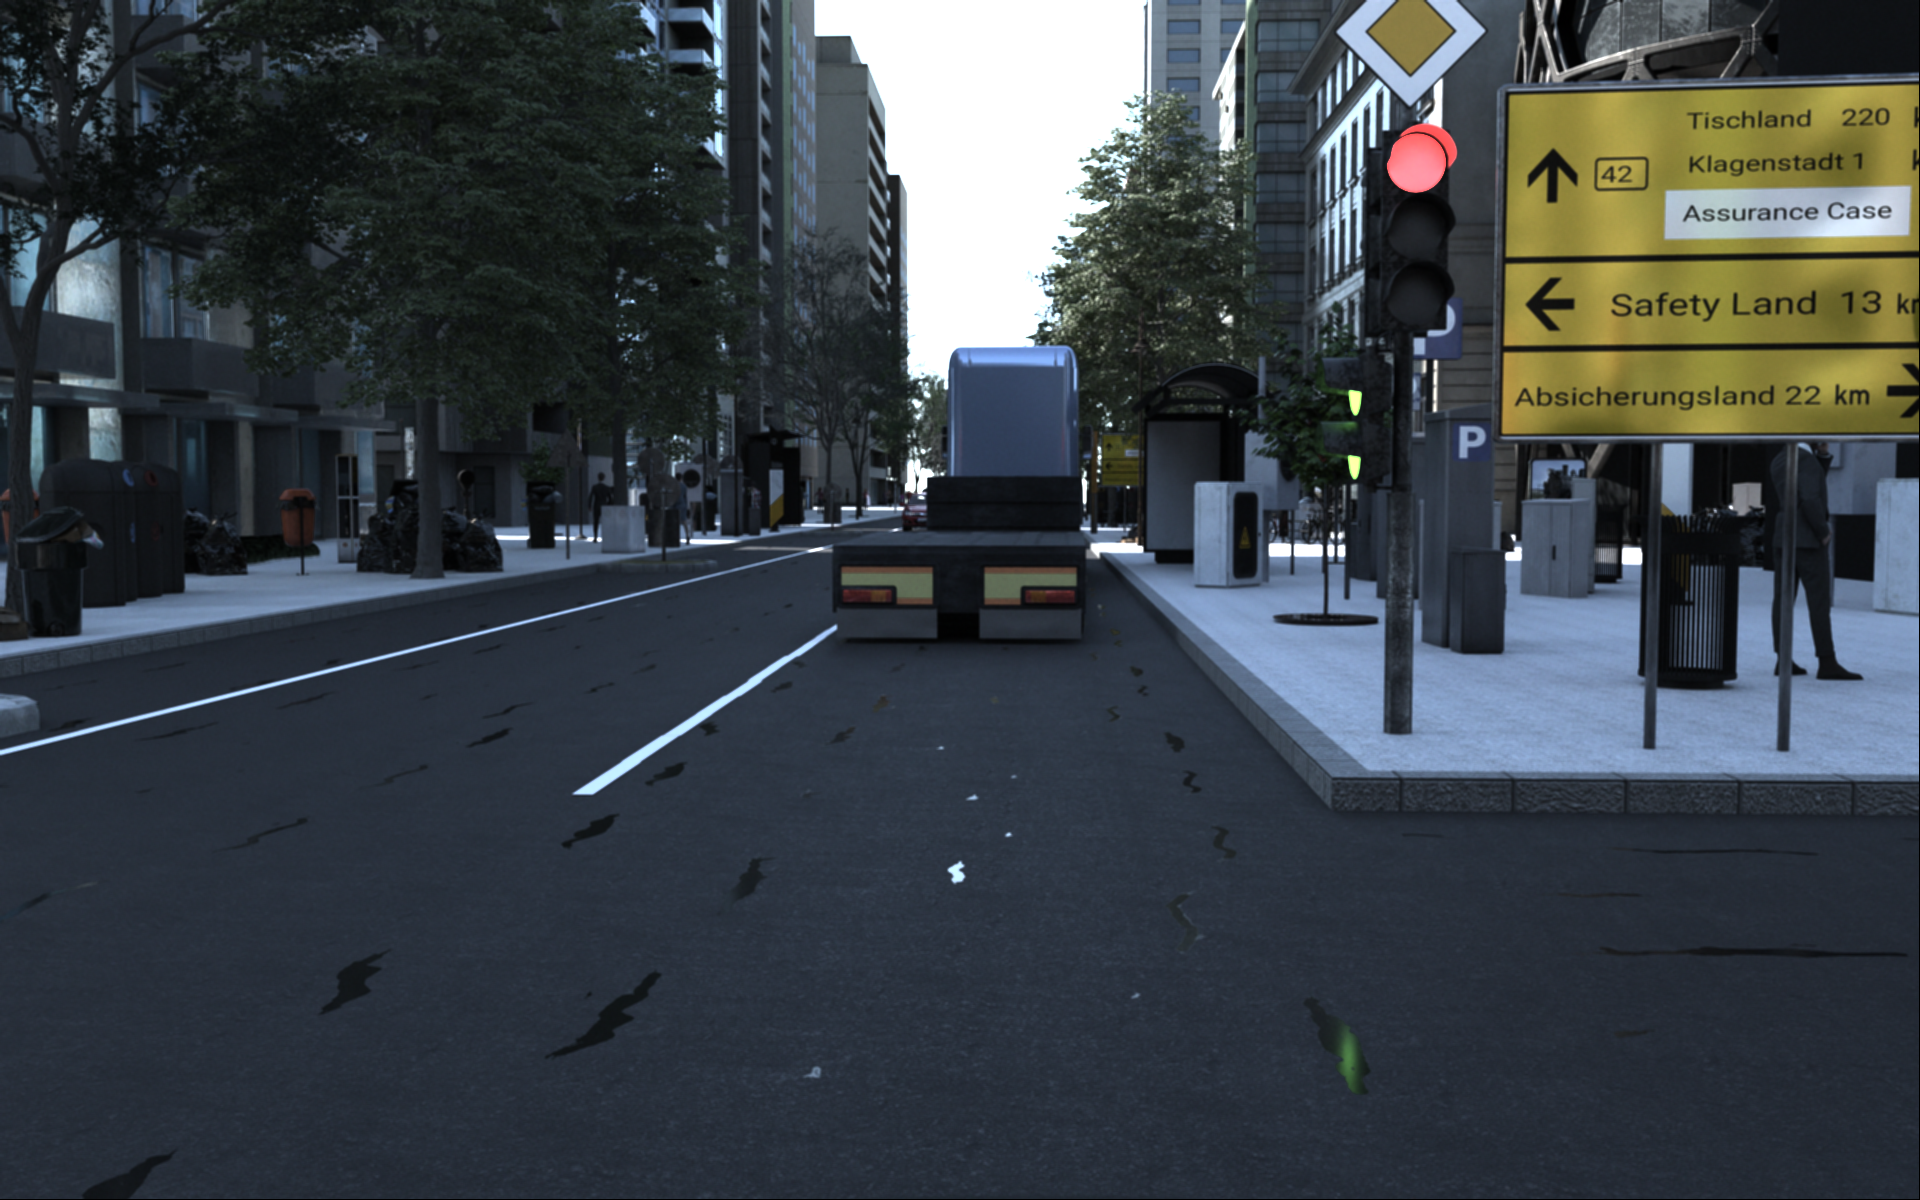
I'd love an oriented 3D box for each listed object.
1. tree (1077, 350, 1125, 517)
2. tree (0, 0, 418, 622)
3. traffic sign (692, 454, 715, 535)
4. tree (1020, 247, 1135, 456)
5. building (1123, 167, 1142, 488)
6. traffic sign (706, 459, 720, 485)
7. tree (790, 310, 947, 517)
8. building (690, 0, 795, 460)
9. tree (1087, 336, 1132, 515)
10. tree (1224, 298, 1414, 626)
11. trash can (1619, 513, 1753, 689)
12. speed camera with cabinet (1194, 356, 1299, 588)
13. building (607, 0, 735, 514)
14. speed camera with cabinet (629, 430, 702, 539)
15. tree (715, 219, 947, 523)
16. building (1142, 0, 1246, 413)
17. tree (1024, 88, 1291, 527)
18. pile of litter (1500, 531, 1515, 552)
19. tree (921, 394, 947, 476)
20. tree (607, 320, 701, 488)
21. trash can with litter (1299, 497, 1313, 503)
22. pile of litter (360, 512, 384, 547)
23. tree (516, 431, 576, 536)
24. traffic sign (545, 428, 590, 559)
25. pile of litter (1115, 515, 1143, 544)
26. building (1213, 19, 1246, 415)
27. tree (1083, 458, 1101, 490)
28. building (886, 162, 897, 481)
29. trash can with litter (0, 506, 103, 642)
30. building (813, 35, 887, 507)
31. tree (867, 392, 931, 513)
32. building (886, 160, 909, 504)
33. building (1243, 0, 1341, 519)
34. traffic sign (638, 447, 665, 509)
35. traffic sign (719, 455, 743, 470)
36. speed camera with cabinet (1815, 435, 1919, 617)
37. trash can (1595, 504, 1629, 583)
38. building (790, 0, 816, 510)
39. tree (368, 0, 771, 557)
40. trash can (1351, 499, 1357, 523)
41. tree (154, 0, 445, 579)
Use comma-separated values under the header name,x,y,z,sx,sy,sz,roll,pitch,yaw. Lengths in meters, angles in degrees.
name,x,y,z,sx,sy,sz,roll,pitch,yaw
tree,6.557,-9.936,96.859,7.601,10.594,8.767,0,4,0
tree,-9.263,-5.029,16.630,8.767,10.594,7.601,-2,4,-24
traffic sign,-8.098,-3.330,54.544,0.768,2.556,0.104,0,4,7
tree,9.661,-16.798,130.533,12.611,20.169,13.585,0,3,0
building,32.572,-35.028,227.334,22.147,44.769,28.867,0,4,3
traffic sign,-8.889,-3.778,61.872,0.768,2.556,0.104,1,4,12
tree,-5.803,-10.530,97.921,9.928,11.665,9.643,0,3,0
building,-19.845,-26.929,123.889,14.154,41.232,14.086,0,4,3
tree,8.163,-11.146,107.999,9.928,11.665,9.643,0,3,0
tree,3.735,-1.379,17.152,1.663,3.219,1.824,0,3,0
trash can,4.870,0.005,11.570,0.748,1.137,0.748,0,3,0
speed camera with cabinet,4.054,-1.834,24.323,0.660,3.252,2.038,3,4,39
building,-25.054,-48.168,100.221,22.319,86.520,31.000,0,4,3
speed camera with cabinet,-8.526,-3.415,50.175,2.038,3.252,0.660,-2,4,-28
tree,-5.926,-10.220,77.459,12.009,13.543,11.850,0,3,0
building,31.257,-40.104,197.695,21.231,58.520,28.212,0,4,3
tree,5.573,-8.041,49.593,7.486,12.596,7.792,0,3,0
pile of litter,11.630,-1.509,38.641,1.719,0.858,1.176,0,4,-6
tree,-0.653,-18.007,201.074,9.857,13.997,8.962,0,3,0
tree,-11.710,-7.177,67.705,4.360,8.622,3.978,0,3,0
trash can with litter,11.830,-2.991,60.284,1.055,1.170,0.624,-2,4,-28
pile of litter,-14.634,-1.760,42.734,1.176,0.858,1.719,1,4,20
tree,-12.997,-3.617,53.739,1.663,3.219,1.824,0,3,0
traffic sign,-7.701,-2.077,33.960,0.884,2.594,0.081,0,4,4
pile of litter,4.950,-1.902,45.057,1.719,0.858,1.176,2,4,24
building,33.495,-27.250,137.420,32.217,40.220,23.993,0,4,3
tree,6.772,-5.277,80.879,1.663,3.219,1.824,0,3,0
building,-20.408,-36.367,214.214,23.786,49.044,30.456,0,4,3
trash can with litter,-8.246,-0.247,15.420,0.624,1.170,1.055,1,4,21
building,-19.518,-34.525,188.182,21.300,48.544,21.600,0,4,3
tree,-4.108,-10.144,116.208,4.360,8.622,3.978,0,3,0
building,-14.469,-35.857,236.365,14.600,45.320,14.200,0,4,3
building,22.361,-25.114,94.201,14.154,41.232,14.086,0,4,3
traffic sign,-8.367,-2.865,46.944,0.768,2.556,0.104,0,4,6
traffic sign,-7.422,-3.429,56.177,0.768,2.556,0.104,0,4,3
speed camera with cabinet,10.188,-1.498,18.826,0.660,3.252,2.038,-1,4,-9
trash can,9.287,-0.823,25.107,0.748,1.137,0.748,0,3,0
building,-19.193,-29.832,137.866,14.600,45.320,14.200,0,4,3
tree,-8.272,-7.471,40.281,7.486,12.596,7.792,0,3,0
trash can,11.111,-2.210,47.786,0.748,1.137,0.748,0,3,0
tree,-8.236,-6.624,26.436,7.486,12.596,7.792,0,3,0
